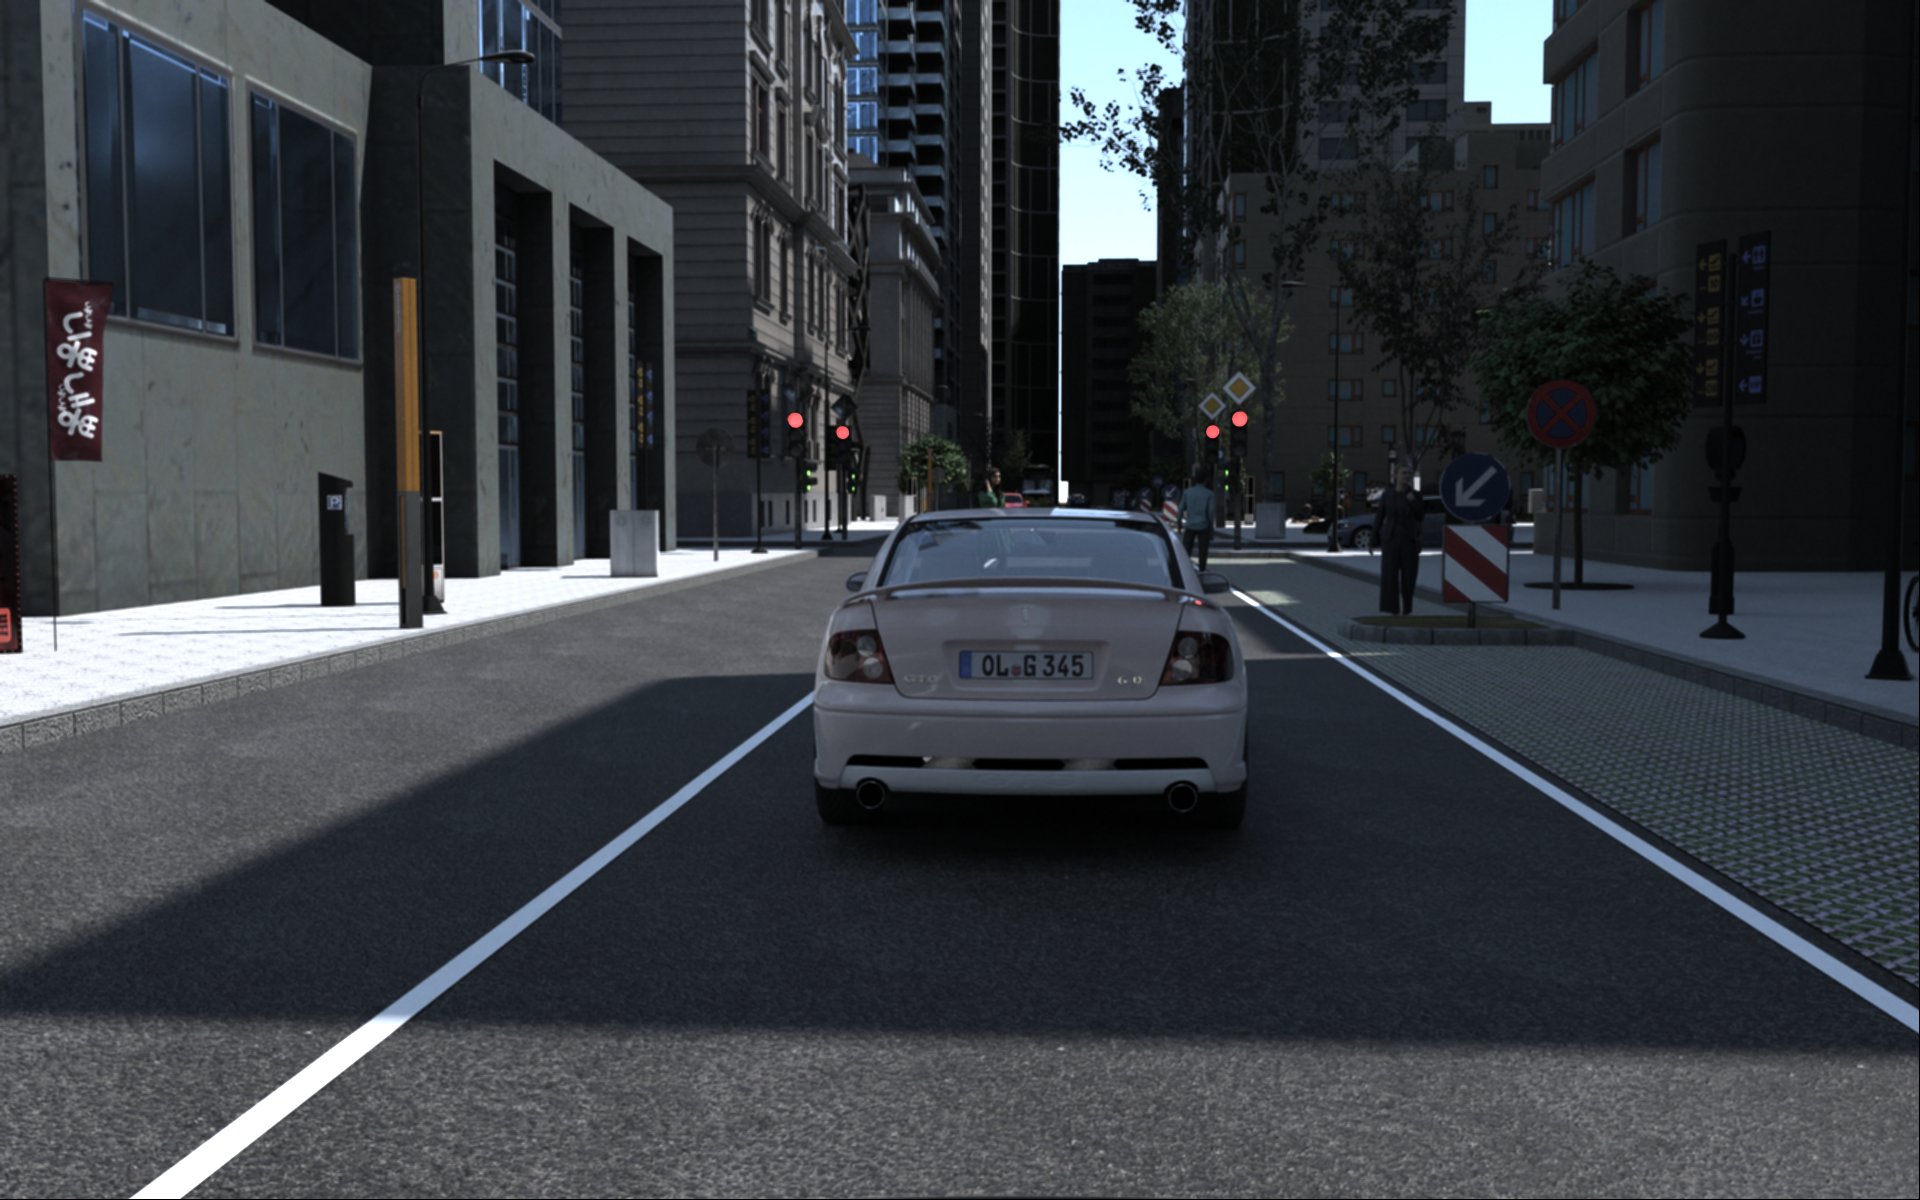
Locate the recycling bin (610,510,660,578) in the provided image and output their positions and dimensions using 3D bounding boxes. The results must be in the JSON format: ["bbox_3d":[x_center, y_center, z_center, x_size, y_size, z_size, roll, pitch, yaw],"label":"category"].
[{"bbox_3d":[-5.058,-0.881,26.958,0.722,1.027,0.722,0,4,-7],"label":"recycling bin"}]

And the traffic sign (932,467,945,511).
[{"bbox_3d":[-1.082,-5.004,81.924,0.768,2.556,0.104,1,4,12],"label":"traffic sign"}]

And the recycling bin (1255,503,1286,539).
[{"bbox_3d":[8.887,-2.264,49.564,0.722,1.027,0.722,2,4,25],"label":"recycling bin"}]

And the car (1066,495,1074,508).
[{"bbox_3d":[11.715,-9.938,174.842,2.083,1.381,4.827,0,4,3],"label":"car"}]

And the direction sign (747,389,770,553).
[{"bbox_3d":[-4.366,-2.790,37.606,0.379,3.537,0.876,-3,4,-39],"label":"direction sign"}]

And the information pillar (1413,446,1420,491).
[{"bbox_3d":[22.201,-5.681,84.236,0.504,3.616,0.183,-3,4,-39],"label":"information pillar"}]

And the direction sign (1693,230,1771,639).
[{"bbox_3d":[6.819,-1.431,15.386,0.379,3.537,0.876,-1,4,-17],"label":"direction sign"}]

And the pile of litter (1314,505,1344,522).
[{"bbox_3d":[14.929,-3.286,67.695,1.719,0.858,1.176,0,4,1],"label":"pile of litter"}]

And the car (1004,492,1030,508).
[{"bbox_3d":[2.234,-4.441,81.645,2.155,1.783,4.494,0,4,4],"label":"car"}]

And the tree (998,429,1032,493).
[{"bbox_3d":[6.179,-14.797,192.294,4.737,8.622,4.395,0,3,0],"label":"tree"}]

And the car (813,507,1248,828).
[{"bbox_3d":[0.385,0.214,8.856,2.083,1.381,4.827,0,4,3],"label":"car"}]

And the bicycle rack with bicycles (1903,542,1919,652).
[{"bbox_3d":[8.424,0.046,12.627,2.852,0.926,2.925,1,4,18],"label":"bicycle rack with bicycles"}]

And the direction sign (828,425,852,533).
[{"bbox_3d":[-3.999,-3.992,57.269,0.876,3.537,0.379,-2,4,-25],"label":"direction sign"}]

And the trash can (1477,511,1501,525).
[{"bbox_3d":[11.253,-1.554,37.061,0.748,1.137,0.748,0,3,0],"label":"trash can"}]

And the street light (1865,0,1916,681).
[{"bbox_3d":[5.942,-2.410,11.941,1.470,5.913,1.316,0,4,4],"label":"street light"}]

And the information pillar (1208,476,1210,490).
[{"bbox_3d":[10.419,-4.152,72.385,0.304,2.012,0.304,2,4,34],"label":"information pillar"}]

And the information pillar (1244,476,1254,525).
[{"bbox_3d":[11.935,-4.095,71.448,0.304,2.012,0.304,-1,4,-12],"label":"information pillar"}]

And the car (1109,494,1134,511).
[{"bbox_3d":[13.004,-7.769,139.019,2.014,1.417,4.499,0,4,4],"label":"car"}]

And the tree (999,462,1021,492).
[{"bbox_3d":[5.009,-11.948,179.070,4.285,4.588,4.351,0,3,0],"label":"tree"}]

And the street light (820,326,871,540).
[{"bbox_3d":[-3.170,-4.621,48.096,1.470,5.913,1.316,0,4,4],"label":"street light"}]

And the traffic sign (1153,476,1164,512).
[{"bbox_3d":[13.908,-7.432,121.626,0.768,2.556,0.104,1,4,10],"label":"traffic sign"}]

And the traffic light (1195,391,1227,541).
[{"bbox_3d":[6.886,-3.585,47.531,0.839,4.253,0.868,0,4,4],"label":"traffic light"}]

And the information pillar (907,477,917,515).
[{"bbox_3d":[-2.111,-4.387,76.220,0.304,2.012,0.304,3,4,39],"label":"information pillar"}]

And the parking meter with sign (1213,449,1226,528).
[{"bbox_3d":[10.001,-4.317,66.838,0.543,3.016,1.738,0,4,3],"label":"parking meter with sign"}]

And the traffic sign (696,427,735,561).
[{"bbox_3d":[-4.669,-2.016,33.069,0.768,2.556,0.104,1,4,10],"label":"traffic sign"}]

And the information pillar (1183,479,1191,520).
[{"bbox_3d":[11.196,-4.951,85.435,0.304,2.012,0.304,1,4,17],"label":"information pillar"}]

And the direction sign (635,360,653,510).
[{"bbox_3d":[-5.410,-2.308,29.739,0.379,3.537,0.876,0,4,7],"label":"direction sign"}]

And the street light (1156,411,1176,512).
[{"bbox_3d":[11.753,-7.558,96.117,1.470,5.913,1.316,0,4,4],"label":"street light"}]

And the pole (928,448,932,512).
[{"bbox_3d":[-1.336,-5.074,76.802,0.158,3.312,0.155,0,3,0],"label":"pole"}]

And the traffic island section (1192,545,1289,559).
[{"bbox_3d":[6.376,-1.064,39.676,2.009,0.180,2.903,0,4,4],"label":"traffic island section"}]

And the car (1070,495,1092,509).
[{"bbox_3d":[10.525,-8.482,151.255,1.945,1.354,3.894,0,4,6],"label":"car"}]

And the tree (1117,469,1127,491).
[{"bbox_3d":[19.200,-12.773,192.556,4.285,4.588,4.351,0,3,0],"label":"tree"}]

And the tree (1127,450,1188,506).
[{"bbox_3d":[15.395,-8.821,127.934,4.285,4.588,4.351,0,3,0],"label":"tree"}]

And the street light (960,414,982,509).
[{"bbox_3d":[0.596,-7.836,100.665,1.470,5.913,1.316,0,4,4],"label":"street light"}]

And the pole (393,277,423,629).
[{"bbox_3d":[-5.252,-1.384,16.476,0.158,3.312,0.155,0,3,0],"label":"pole"}]

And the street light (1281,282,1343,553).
[{"bbox_3d":[7.721,-4.006,38.041,1.470,5.913,1.316,0,4,4],"label":"street light"}]

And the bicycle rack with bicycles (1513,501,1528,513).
[{"bbox_3d":[28.183,-4.667,89.686,2.852,0.926,2.925,2,4,35],"label":"bicycle rack with bicycles"}]

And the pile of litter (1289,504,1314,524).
[{"bbox_3d":[15.273,-3.784,75.829,1.719,0.858,1.176,1,4,11],"label":"pile of litter"}]

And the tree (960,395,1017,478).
[{"bbox_3d":[2.199,-10.943,129.285,4.360,8.622,3.978,0,3,0],"label":"tree"}]

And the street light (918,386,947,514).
[{"bbox_3d":[-1.237,-6.240,74.569,1.470,5.913,1.316,0,4,4],"label":"street light"}]

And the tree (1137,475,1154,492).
[{"bbox_3d":[16.862,-9.993,157.982,1.663,3.219,1.824,0,3,0],"label":"tree"}]

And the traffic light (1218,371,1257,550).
[{"bbox_3d":[6.337,-3.097,39.564,0.839,4.253,0.868,0,4,4],"label":"traffic light"}]

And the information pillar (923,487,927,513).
[{"bbox_3d":[-1.933,-6.593,99.155,0.504,3.616,0.183,3,5,40],"label":"information pillar"}]

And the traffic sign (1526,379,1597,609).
[{"bbox_3d":[6.645,-1.169,19.223,0.768,2.556,0.104,0,4,4],"label":"traffic sign"}]

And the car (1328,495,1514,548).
[{"bbox_3d":[11.476,-1.913,43.272,4.499,1.417,2.014,0,4,2],"label":"car"}]

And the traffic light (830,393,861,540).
[{"bbox_3d":[-3.203,-3.626,48.207,0.839,4.253,0.868,0,4,4],"label":"traffic light"}]

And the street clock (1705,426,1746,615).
[{"bbox_3d":[8.129,-0.848,18.428,0.471,2.002,0.358,-3,5,-41],"label":"street clock"}]

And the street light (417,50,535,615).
[{"bbox_3d":[-5.149,-2.801,18.336,1.470,5.913,1.316,0,4,4],"label":"street light"}]

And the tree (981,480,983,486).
[{"bbox_3d":[0.937,-7.967,124.864,1.663,3.219,1.824,0,3,0],"label":"tree"}]

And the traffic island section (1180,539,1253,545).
[{"bbox_3d":[6.925,-1.551,47.642,2.009,0.180,2.903,0,4,4],"label":"traffic island section"}]

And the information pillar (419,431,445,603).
[{"bbox_3d":[-6.269,-0.966,20.287,0.304,2.012,0.304,2,4,25],"label":"information pillar"}]

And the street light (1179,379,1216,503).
[{"bbox_3d":[9.736,-5.963,70.033,1.470,5.913,1.316,0,4,4],"label":"street light"}]

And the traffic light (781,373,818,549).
[{"bbox_3d":[-3.752,-3.139,40.241,0.839,4.253,0.868,0,4,4],"label":"traffic light"}]

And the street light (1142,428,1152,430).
[{"bbox_3d":[13.578,-9.165,122.395,1.470,5.913,1.316,0,4,4],"label":"street light"}]
